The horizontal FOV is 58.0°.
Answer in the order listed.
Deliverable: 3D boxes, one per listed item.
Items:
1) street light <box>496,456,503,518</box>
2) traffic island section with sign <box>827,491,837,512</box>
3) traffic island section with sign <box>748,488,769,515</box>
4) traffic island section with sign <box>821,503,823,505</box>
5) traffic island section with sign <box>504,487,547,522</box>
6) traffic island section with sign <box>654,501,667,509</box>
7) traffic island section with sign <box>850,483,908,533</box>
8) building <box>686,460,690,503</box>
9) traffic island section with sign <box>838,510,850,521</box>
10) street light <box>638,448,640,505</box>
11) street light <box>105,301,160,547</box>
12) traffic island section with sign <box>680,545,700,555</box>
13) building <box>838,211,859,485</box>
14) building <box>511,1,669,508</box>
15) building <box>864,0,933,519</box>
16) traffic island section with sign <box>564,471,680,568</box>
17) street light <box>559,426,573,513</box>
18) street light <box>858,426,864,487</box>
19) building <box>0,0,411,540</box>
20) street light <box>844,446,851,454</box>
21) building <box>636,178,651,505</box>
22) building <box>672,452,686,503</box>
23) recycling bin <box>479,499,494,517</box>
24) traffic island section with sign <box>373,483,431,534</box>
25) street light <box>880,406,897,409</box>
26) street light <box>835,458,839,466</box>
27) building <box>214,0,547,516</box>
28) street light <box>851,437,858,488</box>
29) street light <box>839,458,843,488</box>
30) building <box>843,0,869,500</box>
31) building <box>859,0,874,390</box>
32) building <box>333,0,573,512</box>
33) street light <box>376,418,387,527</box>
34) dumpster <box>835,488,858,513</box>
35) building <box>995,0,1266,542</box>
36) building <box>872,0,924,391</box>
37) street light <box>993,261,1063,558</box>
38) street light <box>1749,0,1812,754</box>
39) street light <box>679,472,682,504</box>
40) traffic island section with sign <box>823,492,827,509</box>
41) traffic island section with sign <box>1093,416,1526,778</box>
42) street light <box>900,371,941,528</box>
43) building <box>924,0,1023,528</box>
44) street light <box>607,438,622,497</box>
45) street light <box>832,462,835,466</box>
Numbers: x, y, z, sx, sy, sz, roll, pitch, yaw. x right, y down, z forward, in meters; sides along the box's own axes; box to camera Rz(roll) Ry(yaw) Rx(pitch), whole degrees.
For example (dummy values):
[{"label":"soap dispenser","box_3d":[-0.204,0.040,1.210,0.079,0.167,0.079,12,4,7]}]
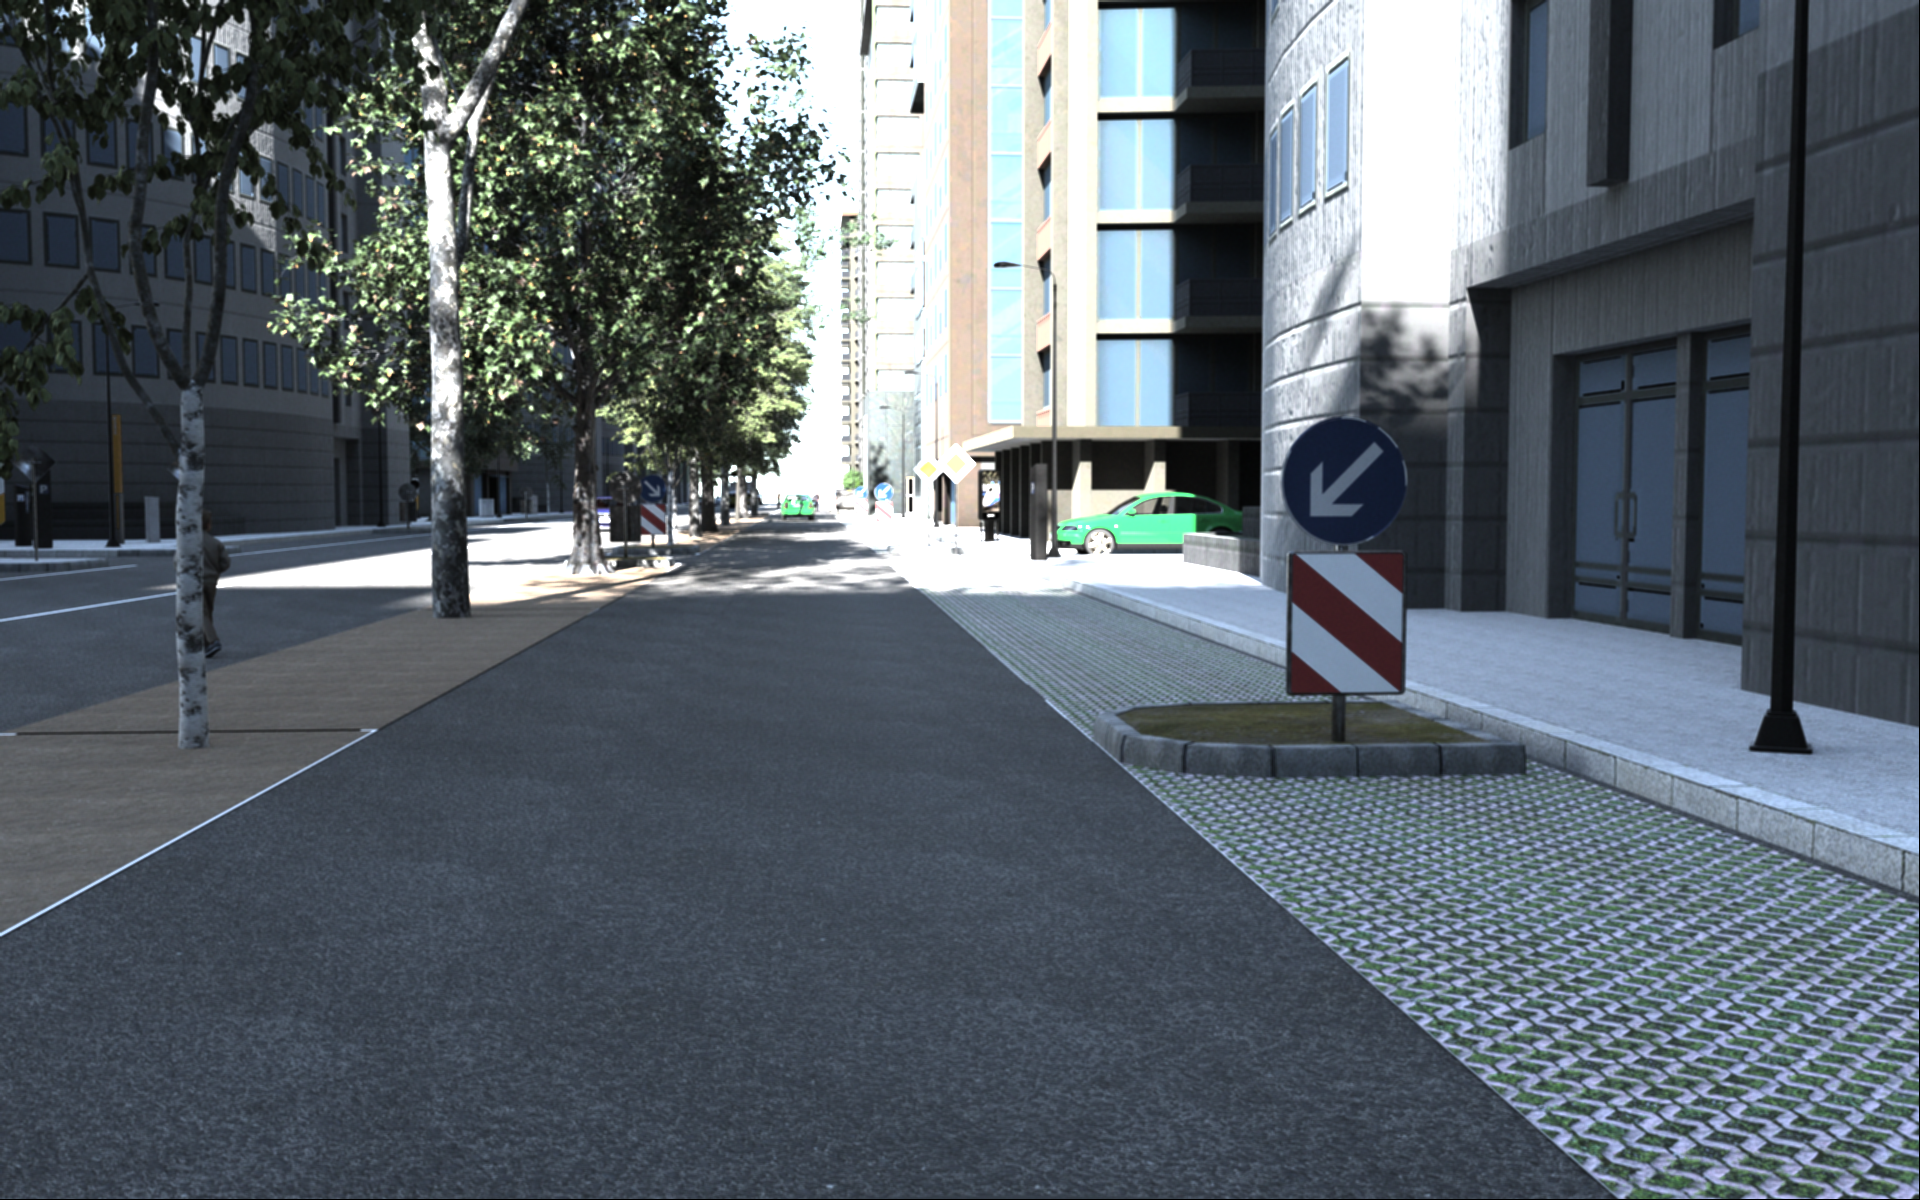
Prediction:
[{"label":"street light","box_3d":[-24.464,-7.417,93.810,1.470,5.913,1.316,0,4,-5]},{"label":"traffic island section with sign","box_3d":[-9.734,-8.167,142.155,1.989,1.847,2.006,0,4,-5]},{"label":"traffic island section with sign","box_3d":[-13.874,-6.637,116.648,2.006,1.907,1.989,0,4,-5]},{"label":"traffic island section with sign","box_3d":[-16.883,-13.187,224.238,1.989,1.847,2.006,0,4,-5]},{"label":"traffic island section with sign","box_3d":[-22.761,-5.029,90.849,1.989,1.847,2.006,0,4,-5]},{"label":"traffic island section with sign","box_3d":[-29.439,-9.720,167.556,1.989,1.847,2.006,0,4,-5]},{"label":"traffic island section with sign","box_3d":[-2.972,-3.416,64.485,1.989,1.847,2.006,0,4,-5]},{"label":"building","box_3d":[-47.093,-35.331,261.250,14.154,41.232,14.086,0,4,-5]},{"label":"traffic island section with sign","box_3d":[-5.369,-5.092,91.881,1.989,1.847,2.006,0,4,-5]},{"label":"street light","box_3d":[-31.122,-12.103,170.424,1.470,5.913,1.316,0,4,-5]},{"label":"street light","box_3d":[-19.960,-4.235,41.782,1.470,5.913,1.316,0,4,-5]},{"label":"traffic island section with sign","box_3d":[-7.351,-2.058,41.792,2.006,1.907,1.989,0,4,-5]},{"label":"building","box_3d":[-7.167,-37.185,262.606,22.147,44.769,28.867,0,4,-5]},{"label":"building","box_3d":[-47.371,-40.925,211.118,21.231,58.520,28.212,0,4,-5]},{"label":"building","box_3d":[5.897,-48.231,101.253,22.319,86.520,31.000,0,4,-5]},{"label":"traffic island section with sign","box_3d":[-6.718,-1.607,34.411,2.006,1.907,1.989,0,4,-5]},{"label":"street light","box_3d":[-26.448,-8.846,117.168,1.470,5.913,1.316,0,4,-5]},{"label":"street light","box_3d":[-5.974,-8.870,117.567,1.470,5.913,1.316,0,4,-5]},{"label":"building","box_3d":[-32.918,-31.566,58.111,21.231,58.520,28.212,0,4,-5]},{"label":"street light","box_3d":[-10.194,-11.919,167.409,1.470,5.913,1.316,0,4,-5]},{"label":"building","box_3d":[-39.717,-30.226,177.797,14.154,41.232,14.086,0,4,-5]},{"label":"building","box_3d":[-45.074,-33.605,233.034,14.154,41.232,14.086,0,4,-5]},{"label":"recycling bin","box_3d":[-26.075,-5.066,95.383,0.722,1.027,0.722,-2,4,-24]},{"label":"traffic island section with sign","box_3d":[-20.404,-3.375,63.817,1.989,1.847,2.006,0,4,-5]},{"label":"street light","box_3d":[-3.541,-7.280,91.569,1.470,5.913,1.316,0,4,-5]},{"label":"street light","box_3d":[-15.136,-15.395,224.256,1.470,5.913,1.316,0,4,-5]},{"label":"building","box_3d":[-39.036,-35.833,127.874,21.231,58.520,28.212,0,4,-5]},{"label":"street light","box_3d":[-7.907,-10.328,141.398,1.470,5.913,1.316,0,4,-5]},{"label":"street light","box_3d":[-12.428,-13.510,193.424,1.470,5.913,1.316,0,4,-5]},{"label":"building","box_3d":[-5.714,-48.862,237.139,20.563,71.187,20.611,0,4,-5]},{"label":"building","box_3d":[4.370,-36.154,180.352,28.713,52.752,27.495,0,4,-5]},{"label":"building","box_3d":[-41.341,-37.550,155.940,21.231,58.520,28.212,0,4,-5]},{"label":"street light","box_3d":[-22.155,-5.826,67.801,1.470,5.913,1.316,0,4,-5]},{"label":"dumpster","box_3d":[-8.565,-7.522,131.200,1.865,1.857,1.264,0,4,-6]},{"label":"building","box_3d":[14.790,-24.449,54.367,28.867,44.769,22.147,0,4,-5]},{"label":"building","box_3d":[0.487,-27.243,129.024,14.154,41.232,14.086,0,4,-5]},{"label":"street light","box_3d":[1.360,-3.805,34.745,1.470,5.913,1.316,0,4,-5]},{"label":"street light","box_3d":[3.585,-2.199,8.488,1.470,5.913,1.316,0,4,-5]},{"label":"street light","box_3d":[-35.994,-15.520,226.298,1.470,5.913,1.316,0,4,-5]},{"label":"traffic island section with sign","box_3d":[-12.072,-9.809,169.009,1.989,1.847,2.006,0,4,-5]},{"label":"traffic island section with sign","box_3d":[1.801,-0.062,9.647,1.989,1.847,2.006,0,4,-5]},{"label":"street light","box_3d":[-1.426,-5.688,65.543,1.470,5.913,1.316,0,4,-5]},{"label":"building","box_3d":[5.861,-25.794,71.849,14.600,45.320,14.200,0,4,-5]},{"label":"street light","box_3d":[-28.684,-10.468,143.689,1.470,5.913,1.316,0,4,-5]},{"label":"street light","box_3d":[-19.648,-18.578,276.283,1.470,5.913,1.316,0,4,-5]}]
